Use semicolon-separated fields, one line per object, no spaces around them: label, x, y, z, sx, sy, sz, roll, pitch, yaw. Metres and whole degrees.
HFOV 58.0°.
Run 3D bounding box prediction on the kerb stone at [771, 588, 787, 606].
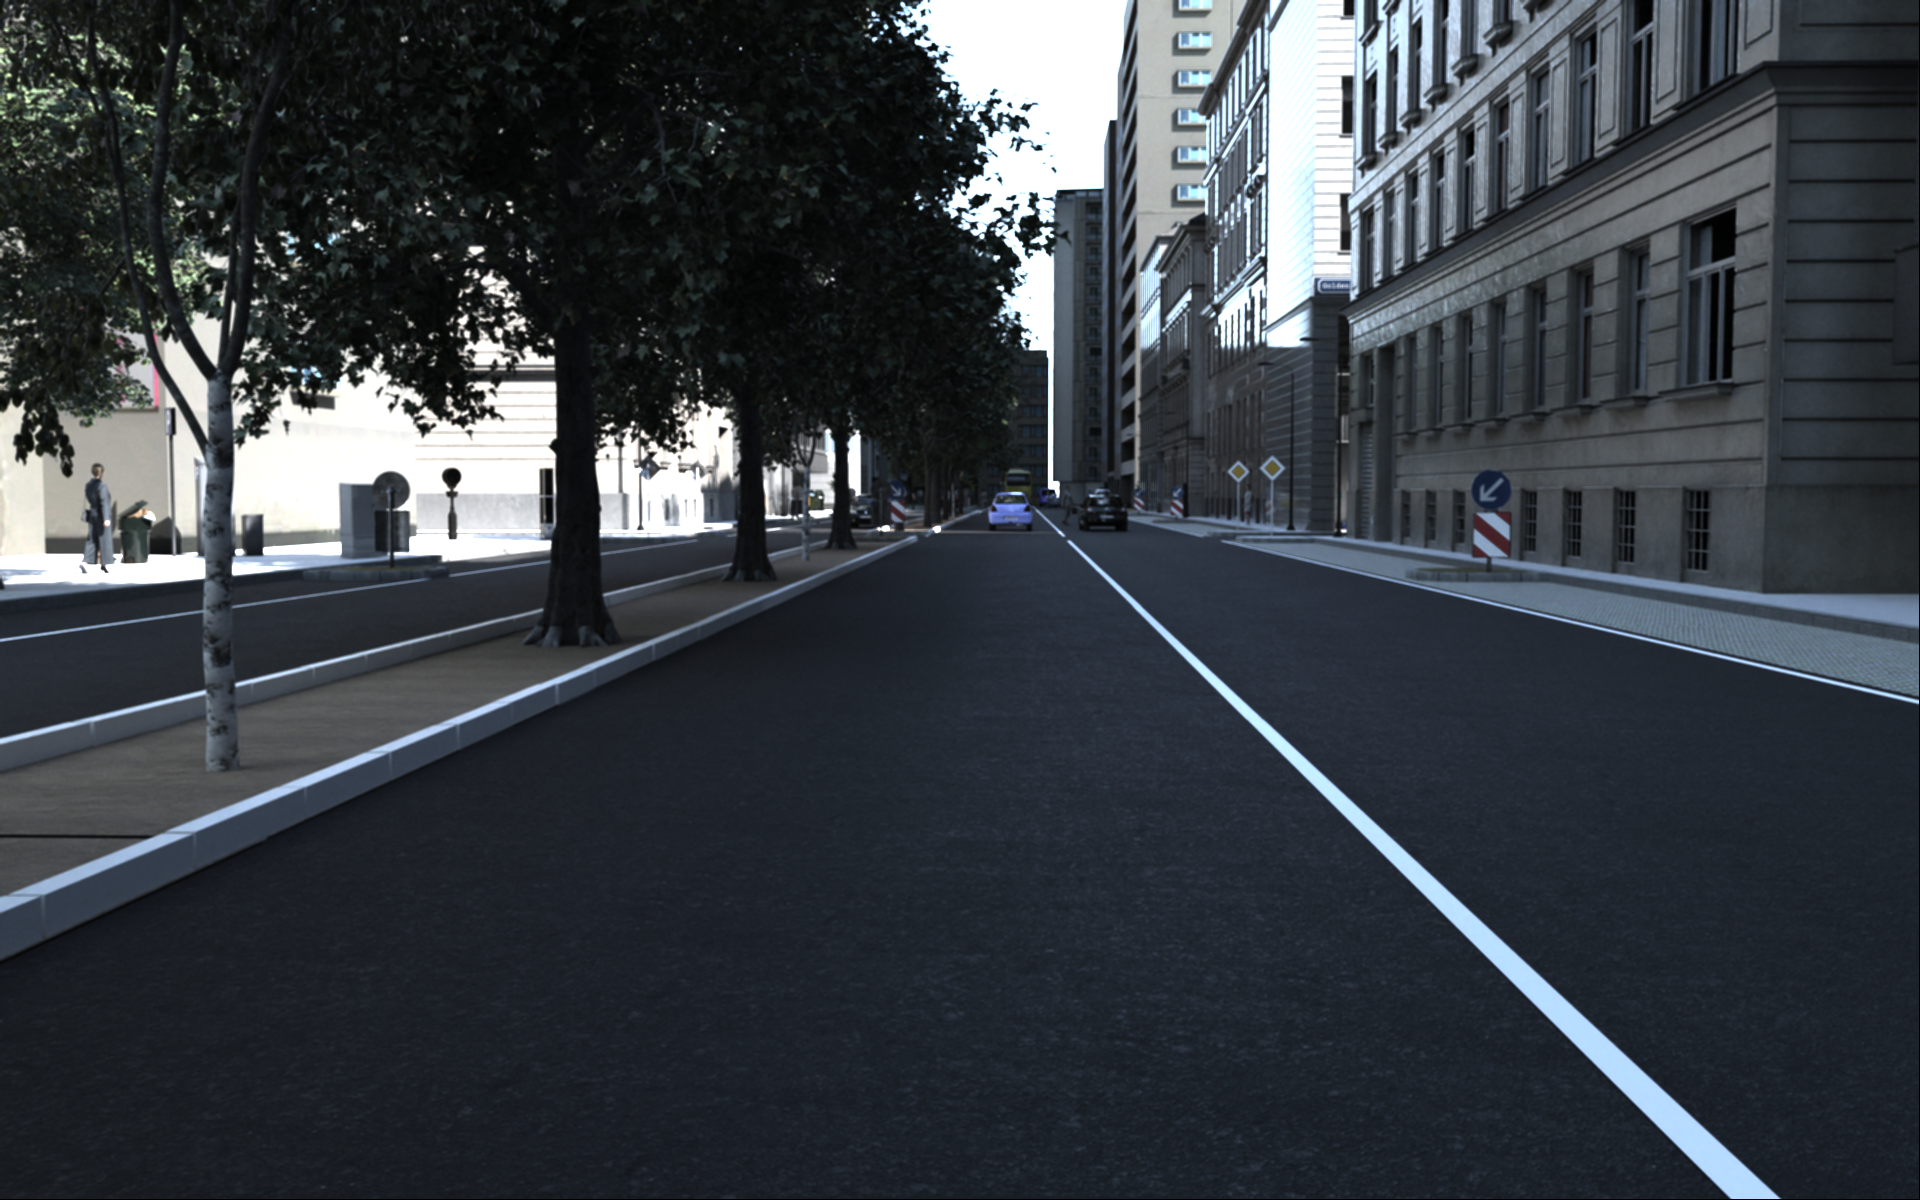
kerb stone;-2.408;-0.015;22.494;0.120;0.150;1.000;0;4;2

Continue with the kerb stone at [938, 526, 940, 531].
kerb stone;-0.941;-2.618;65.012;0.120;0.150;1.000;0;4;2

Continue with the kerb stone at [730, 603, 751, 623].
kerb stone;-2.516;0.171;19.422;0.120;0.150;1.000;0;4;2

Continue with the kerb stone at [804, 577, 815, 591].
kerb stone;-2.302;-0.206;25.568;0.120;0.150;1.000;0;4;2

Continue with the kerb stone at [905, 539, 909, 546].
kerb stone;-1.559;-1.523;47.098;0.120;0.150;1.000;0;4;2

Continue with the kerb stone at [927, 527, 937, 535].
kerb stone;-1.011;-2.491;62.966;0.120;0.150;1.000;0;4;2

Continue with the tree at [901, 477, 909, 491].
tree;-6.553;-12.246;194.819;1.663;3.219;1.824;0;3;0

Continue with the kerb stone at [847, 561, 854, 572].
kerb stone;-2.089;-0.582;31.715;0.120;0.150;1.000;0;4;2

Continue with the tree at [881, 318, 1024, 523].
tree;-1.220;-10.684;83.801;9.857;13.997;8.962;0;3;0

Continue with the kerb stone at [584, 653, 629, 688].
kerb stone;-2.727;0.548;13.238;0.120;0.150;1.000;0;4;2

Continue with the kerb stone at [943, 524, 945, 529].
kerb stone;-0.793;-2.865;69.108;0.120;0.150;1.000;0;4;2

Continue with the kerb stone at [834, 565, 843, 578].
kerb stone;-2.162;-0.453;29.667;0.120;0.150;1.000;0;4;2

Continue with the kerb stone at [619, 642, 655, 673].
kerb stone;-2.698;0.486;14.272;0.120;0.150;1.000;0;4;2

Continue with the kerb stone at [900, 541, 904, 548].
kerb stone;-1.628;-1.397;45.039;0.120;0.150;1.000;0;4;2

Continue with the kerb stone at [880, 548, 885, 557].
kerb stone;-1.846;-1.020;38.890;0.120;0.150;1.000;0;4;2

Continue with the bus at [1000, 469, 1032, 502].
bus;5.538;-10.882;169.463;2.896;3.916;12.252;0;3;0

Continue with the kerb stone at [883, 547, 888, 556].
kerb stone;-1.808;-1.084;39.919;0.120;0.150;1.000;0;4;2

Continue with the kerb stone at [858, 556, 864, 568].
kerb stone;-2.020;-0.708;33.770;0.120;0.150;1.000;0;4;2

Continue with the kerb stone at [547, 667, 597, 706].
kerb stone;-2.759;0.612;12.212;0.120;0.150;1.000;0;4;2

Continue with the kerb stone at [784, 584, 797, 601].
kerb stone;-2.374;-0.080;23.521;0.120;0.150;1.000;0;4;2

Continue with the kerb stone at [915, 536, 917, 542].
kerb stone;-1.420;-1.773;51.188;0.120;0.150;1.000;0;4;2

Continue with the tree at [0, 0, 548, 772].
tree;-3.820;-3.432;8.933;4.360;8.622;3.978;0;3;0

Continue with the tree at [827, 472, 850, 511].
tree;-9.070;-8.285;130.067;1.663;3.219;1.824;0;3;0

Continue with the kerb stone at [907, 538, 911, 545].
kerb stone;-1.525;-1.586;48.124;0.120;0.150;1.000;0;4;2

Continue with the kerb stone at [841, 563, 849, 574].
kerb stone;-2.129;-0.520;30.694;0.120;0.150;1.000;0;4;2

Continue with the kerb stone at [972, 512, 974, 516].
kerb stone;0.651;-5.436;111.114;0.120;0.150;1.000;0;4;2

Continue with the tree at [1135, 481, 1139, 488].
tree;14.857;-8.835;139.045;1.663;3.219;1.824;0;3;0

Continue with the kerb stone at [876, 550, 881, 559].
kerb stone;-1.874;-0.956;37.868;0.120;0.150;1.000;0;4;2

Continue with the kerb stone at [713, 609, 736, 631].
kerb stone;-2.553;0.235;18.393;0.120;0.150;1.000;0;4;2

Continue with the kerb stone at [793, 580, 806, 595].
kerb stone;-2.341;-0.144;24.542;0.120;0.150;1.000;0;4;2

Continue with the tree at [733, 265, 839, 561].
tree;-3.296;-5.146;36.950;4.360;8.622;3.978;0;3;0

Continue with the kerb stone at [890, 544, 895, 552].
kerb stone;-1.736;-1.209;41.962;0.120;0.150;1.000;0;4;2

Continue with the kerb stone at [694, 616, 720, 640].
kerb stone;-2.581;0.300;17.372;0.120;0.150;1.000;0;4;2

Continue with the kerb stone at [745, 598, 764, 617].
kerb stone;-2.481;0.107;20.449;0.120;0.150;1.000;0;4;2

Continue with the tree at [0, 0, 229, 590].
tree;-13.176;-7.095;22.663;9.857;13.997;8.962;0;3;0

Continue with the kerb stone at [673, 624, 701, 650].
kerb stone;-2.621;0.361;16.337;0.120;0.150;1.000;0;4;2

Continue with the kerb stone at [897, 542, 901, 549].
kerb stone;-1.670;-1.330;44.013;0.120;0.150;1.000;0;4;2

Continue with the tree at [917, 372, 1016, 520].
tree;-0.697;-10.132;93.873;9.928;11.665;9.643;0;3;0

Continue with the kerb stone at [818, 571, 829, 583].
kerb stone;-2.241;-0.331;27.613;0.120;0.150;1.000;0;4;2

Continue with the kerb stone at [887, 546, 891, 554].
kerb stone;-1.778;-1.146;40.941;0.120;0.150;1.000;0;4;2

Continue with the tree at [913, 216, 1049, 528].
tree;-1.349;-9.784;72.800;12.009;13.543;11.850;0;3;0

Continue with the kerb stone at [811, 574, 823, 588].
kerb stone;-2.264;-0.269;26.591;0.120;0.150;1.000;0;4;2

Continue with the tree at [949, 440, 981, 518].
tree;-0.357;-9.137;102.216;4.737;8.622;4.395;0;3;0

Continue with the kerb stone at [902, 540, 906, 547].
kerb stone;-1.599;-1.460;46.063;0.120;0.150;1.000;0;4;2

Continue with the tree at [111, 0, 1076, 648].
tree;-3.665;-5.924;16.316;9.611;12.733;9.660;0;3;0

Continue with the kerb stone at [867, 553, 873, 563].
kerb stone;-1.949;-0.833;35.820;0.120;0.150;1.000;0;4;2

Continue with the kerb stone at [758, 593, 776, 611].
kerb stone;-2.446;0.044;21.472;0.120;0.150;1.000;0;4;2

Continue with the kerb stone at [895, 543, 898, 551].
kerb stone;-1.692;-1.272;42.988;0.120;0.150;1.000;0;4;2

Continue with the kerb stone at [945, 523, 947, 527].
kerb stone;-0.727;-2.994;71.151;0.120;0.150;1.000;0;4;2

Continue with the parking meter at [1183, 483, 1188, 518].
parking meter;12.180;-5.373;93.565;0.255;1.863;0.399;0;4;2

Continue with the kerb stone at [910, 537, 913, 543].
kerb stone;-1.482;-1.648;49.145;0.120;0.150;1.000;0;4;2

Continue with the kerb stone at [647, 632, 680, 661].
kerb stone;-2.654;0.422;15.302;0.120;0.150;1.000;0;4;2

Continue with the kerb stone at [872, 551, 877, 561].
kerb stone;-1.914;-0.896;36.846;0.120;0.150;1.000;0;4;2

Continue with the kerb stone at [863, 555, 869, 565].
kerb stone;-1.983;-0.768;34.795;0.120;0.150;1.000;0;4;2

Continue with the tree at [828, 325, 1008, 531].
tree;-2.089;-7.659;62.091;8.767;10.594;7.601;0;4;2

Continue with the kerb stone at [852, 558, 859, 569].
kerb stone;-2.054;-0.645;32.736;0.120;0.150;1.000;0;4;2

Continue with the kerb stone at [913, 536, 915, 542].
kerb stone;-1.455;-1.711;50.166;0.120;0.150;1.000;0;4;2

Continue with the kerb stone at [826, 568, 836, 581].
kerb stone;-2.202;-0.394;28.642;0.120;0.150;1.000;0;4;2
